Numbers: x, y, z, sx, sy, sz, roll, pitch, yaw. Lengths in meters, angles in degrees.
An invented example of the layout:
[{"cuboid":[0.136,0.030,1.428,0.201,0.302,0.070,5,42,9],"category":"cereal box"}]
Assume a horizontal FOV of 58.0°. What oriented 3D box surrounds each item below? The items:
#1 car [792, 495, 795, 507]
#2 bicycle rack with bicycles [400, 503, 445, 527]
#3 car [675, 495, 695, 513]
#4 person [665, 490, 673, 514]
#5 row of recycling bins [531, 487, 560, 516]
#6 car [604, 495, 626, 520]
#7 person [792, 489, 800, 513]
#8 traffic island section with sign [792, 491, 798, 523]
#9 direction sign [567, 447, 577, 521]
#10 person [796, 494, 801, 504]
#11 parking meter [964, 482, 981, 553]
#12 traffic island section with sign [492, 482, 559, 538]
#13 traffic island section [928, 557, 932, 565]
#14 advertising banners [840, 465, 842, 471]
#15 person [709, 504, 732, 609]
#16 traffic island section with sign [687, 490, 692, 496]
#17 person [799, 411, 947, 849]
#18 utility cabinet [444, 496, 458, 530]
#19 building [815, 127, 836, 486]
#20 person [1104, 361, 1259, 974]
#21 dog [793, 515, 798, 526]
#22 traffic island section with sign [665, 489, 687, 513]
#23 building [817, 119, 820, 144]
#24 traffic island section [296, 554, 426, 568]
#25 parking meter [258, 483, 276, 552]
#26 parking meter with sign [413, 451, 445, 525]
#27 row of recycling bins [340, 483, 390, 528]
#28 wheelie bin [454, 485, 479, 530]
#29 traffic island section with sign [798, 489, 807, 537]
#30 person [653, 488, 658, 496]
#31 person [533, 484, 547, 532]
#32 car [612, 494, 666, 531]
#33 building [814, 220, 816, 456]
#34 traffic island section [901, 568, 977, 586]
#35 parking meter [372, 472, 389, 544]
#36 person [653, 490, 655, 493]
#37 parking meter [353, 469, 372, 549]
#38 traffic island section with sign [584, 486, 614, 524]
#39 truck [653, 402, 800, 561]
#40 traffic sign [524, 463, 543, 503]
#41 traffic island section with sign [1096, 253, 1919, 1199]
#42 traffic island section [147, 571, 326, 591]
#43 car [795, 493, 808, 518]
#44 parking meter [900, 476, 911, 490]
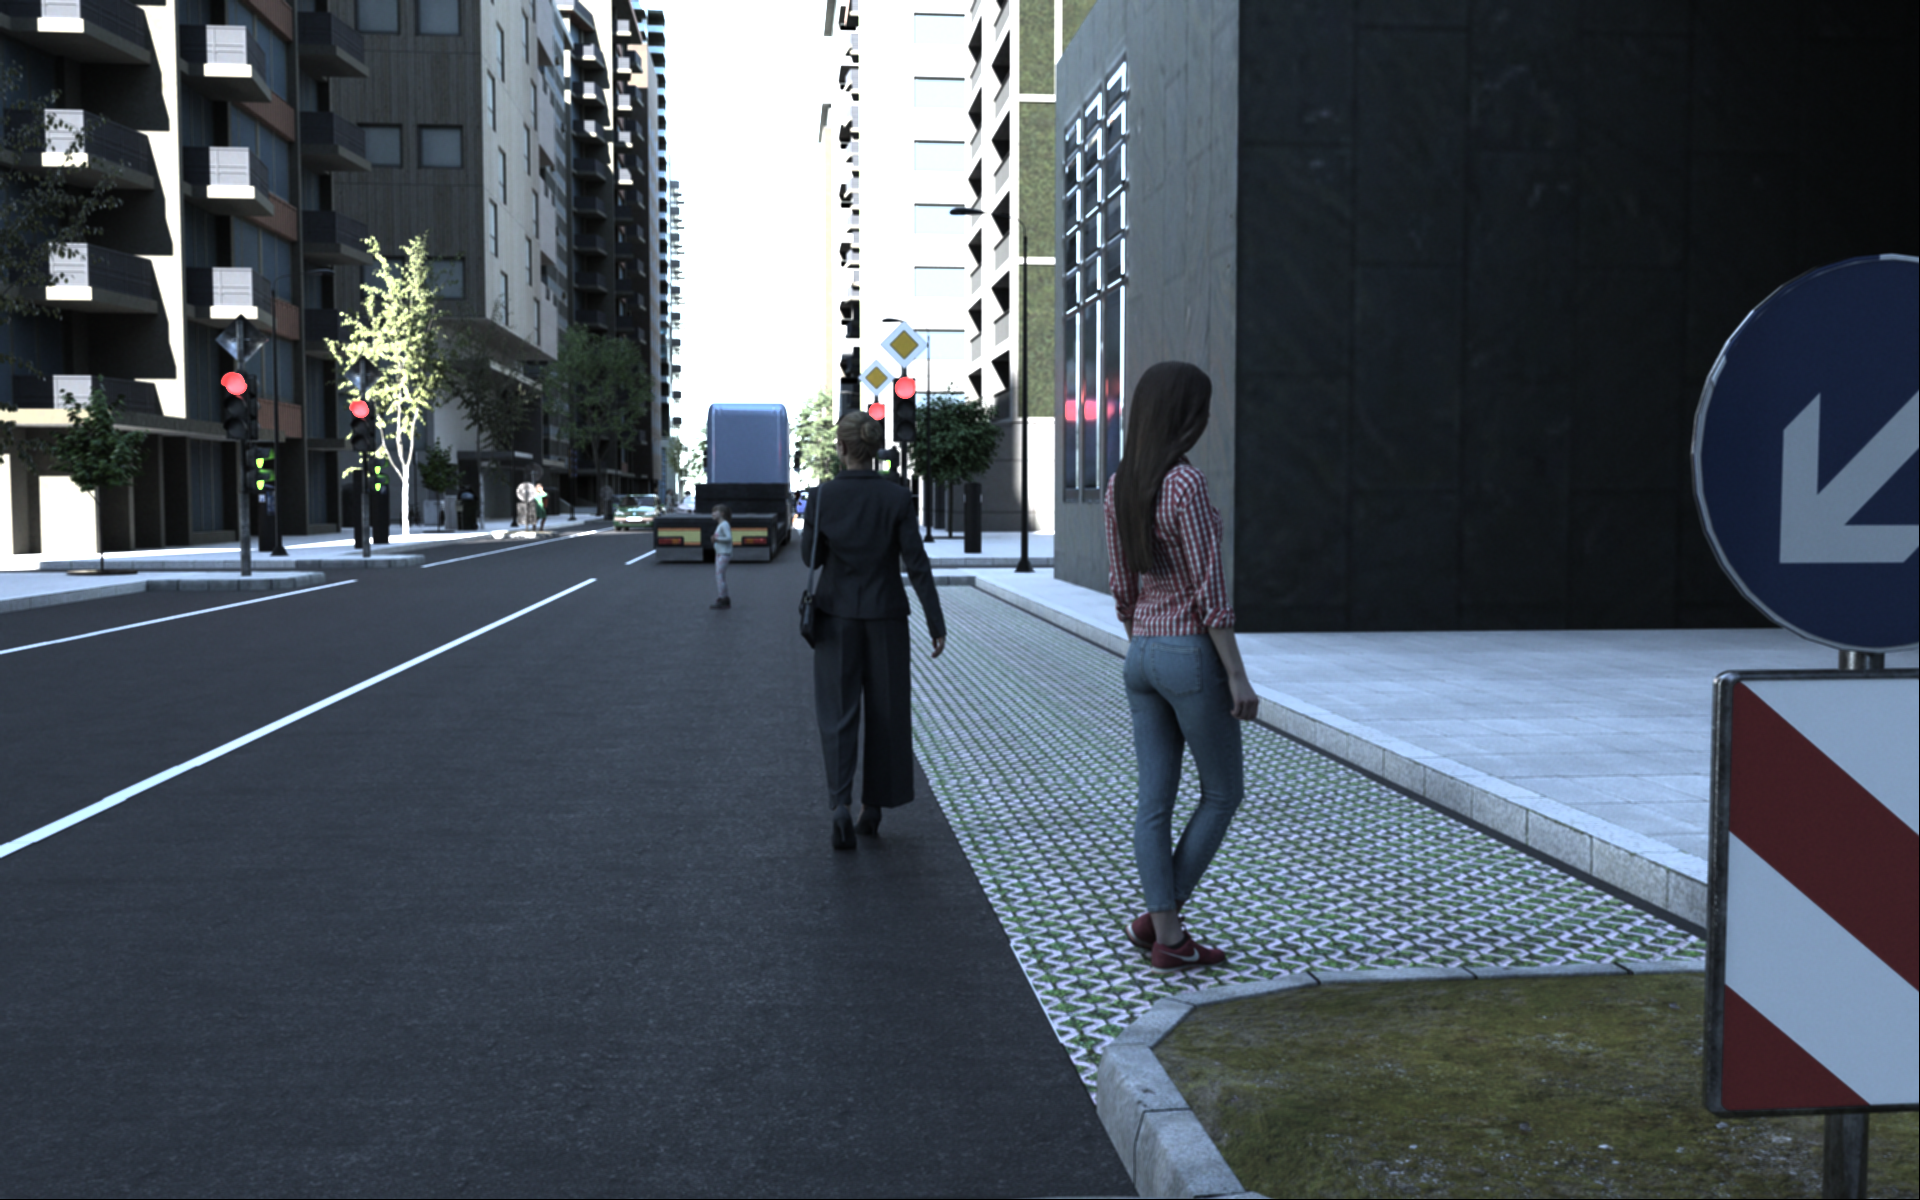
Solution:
[{"cuboid":[-16.156,-9.856,173.142,2.014,1.417,4.499,0,4,-7],"category":"car"},{"cuboid":[-20.673,-3.335,67.906,2.852,0.926,2.925,0,4,-6],"category":"bicycle rack with bicycles"},{"cuboid":[-14.183,-4.929,92.945,2.083,1.381,4.827,0,4,-5],"category":"car"},{"cuboid":[-17.868,-5.935,106.548,0.522,1.701,0.512,0,4,7],"category":"person"},{"cuboid":[-24.880,-5.933,104.118,1.069,1.692,3.534,0,4,5],"category":"row of recycling bins"},{"cuboid":[-17.608,-4.806,90.579,2.014,1.417,4.499,0,4,-7],"category":"car"},{"cuboid":[-12.369,-7.558,132.030,1.348,1.831,0.705,1,4,14],"category":"person"},{"cuboid":[-7.205,-4.701,85.484,1.989,1.847,2.006,0,4,-6],"category":"traffic island section with sign"},{"cuboid":[-19.245,-5.758,86.141,0.379,3.537,0.876,1,4,13],"category":"direction sign"},{"cuboid":[-11.349,-6.814,123.162,0.557,1.426,1.065,1,4,18],"category":"person"},{"cuboid":[0.279,-1.790,37.684,0.372,1.533,0.369,0,3,0],"category":"parking meter"},{"cuboid":[-14.410,-2.995,57.591,1.989,1.847,2.006,0,4,-6],"category":"traffic island section with sign"},{"cuboid":[-1.715,-0.851,36.193,2.009,0.180,2.903,0,4,-6],"category":"traffic island section"},{"cuboid":[-6.949,-6.551,103.302,0.090,3.025,2.074,1,4,9],"category":"advertising banners"},{"cuboid":[-3.008,-0.549,21.761,0.394,1.301,0.425,-3,5,-41],"category":"person"},{"cuboid":[-25.279,-9.347,161.449,1.989,1.847,2.006,0,4,-6],"category":"traffic island section with sign"},{"cuboid":[-0.377,0.110,7.125,0.576,1.772,0.534,-1,4,-21],"category":"person"},{"cuboid":[-18.228,-3.161,62.838,0.306,1.237,1.020,2,4,28],"category":"utility cabinet"},{"cuboid":[-9.459,-34.085,207.404,14.600,45.320,14.200,0,4,-6],"category":"building"},{"cuboid":[0.669,0.204,5.168,0.388,1.821,0.555,-3,5,-41],"category":"person"},{"cuboid":[-7.612,-3.591,77.998,0.540,0.507,0.406,-2,4,-29],"category":"dog"},{"cuboid":[-22.465,-7.707,134.640,1.989,1.847,2.006,0,4,-6],"category":"traffic island section with sign"},{"cuboid":[-4.087,-39.122,228.877,28.713,52.752,27.495,0,4,-6],"category":"building"},{"cuboid":[-12.051,-0.785,35.121,2.009,0.180,2.903,0,4,-6],"category":"traffic island section"},{"cuboid":[-15.452,-1.848,38.620,0.372,1.533,0.369,0,3,0],"category":"parking meter"},{"cuboid":[-21.428,-4.566,70.914,1.738,3.016,0.543,-1,4,-13],"category":"parking meter with sign"},{"cuboid":[-23.294,-3.703,67.662,1.069,1.692,3.534,0,4,4],"category":"row of recycling bins"},{"cuboid":[-17.487,-3.271,61.396,0.693,1.594,0.980,-3,5,-44],"category":"wheelie bin"},{"cuboid":[-4.370,-3.041,58.349,1.989,1.847,2.006,0,4,-6],"category":"traffic island section with sign"},{"cuboid":[-18.419,-5.764,102.960,1.509,1.804,0.699,-3,5,-40],"category":"person"},{"cuboid":[-15.049,-3.251,61.900,0.529,1.795,0.600,-1,4,-21],"category":"person"},{"cuboid":[-12.574,-3.565,68.077,2.009,1.686,4.222,0,4,-4],"category":"car"},{"cuboid":[-13.443,-36.632,249.051,14.600,45.320,14.200,0,4,-6],"category":"building"},{"cuboid":[-0.884,-0.365,28.251,2.009,0.180,2.903,0,4,-6],"category":"traffic island section"},{"cuboid":[-14.898,-2.374,44.524,0.255,1.863,0.399,2,4,27],"category":"parking meter"},{"cuboid":[-22.060,-7.130,125.795,0.721,1.735,1.217,0,4,3],"category":"person"},{"cuboid":[-14.092,-2.142,40.735,0.255,1.863,0.399,0,4,-6],"category":"parking meter"},{"cuboid":[-17.212,-4.634,84.400,1.989,1.847,2.006,0,4,-6],"category":"traffic island section with sign"},{"cuboid":[-5.789,-3.376,44.955,2.967,4.110,18.799,0,4,-4],"category":"truck"},{"cuboid":[-17.511,-4.343,71.106,0.768,2.556,0.104,0,4,-5],"category":"traffic sign"},{"cuboid":[1.349,0.305,3.645,1.989,1.847,2.006,0,4,-6],"category":"traffic island section with sign"},{"cuboid":[-11.220,-0.300,27.179,2.009,0.180,2.903,0,4,-6],"category":"traffic island section"},{"cuboid":[-9.197,-5.930,106.548,1.945,1.707,3.694,0,4,-5],"category":"car"},{"cuboid":[-1.844,-3.170,57.546,0.255,1.863,0.399,3,4,39],"category":"parking meter"}]
